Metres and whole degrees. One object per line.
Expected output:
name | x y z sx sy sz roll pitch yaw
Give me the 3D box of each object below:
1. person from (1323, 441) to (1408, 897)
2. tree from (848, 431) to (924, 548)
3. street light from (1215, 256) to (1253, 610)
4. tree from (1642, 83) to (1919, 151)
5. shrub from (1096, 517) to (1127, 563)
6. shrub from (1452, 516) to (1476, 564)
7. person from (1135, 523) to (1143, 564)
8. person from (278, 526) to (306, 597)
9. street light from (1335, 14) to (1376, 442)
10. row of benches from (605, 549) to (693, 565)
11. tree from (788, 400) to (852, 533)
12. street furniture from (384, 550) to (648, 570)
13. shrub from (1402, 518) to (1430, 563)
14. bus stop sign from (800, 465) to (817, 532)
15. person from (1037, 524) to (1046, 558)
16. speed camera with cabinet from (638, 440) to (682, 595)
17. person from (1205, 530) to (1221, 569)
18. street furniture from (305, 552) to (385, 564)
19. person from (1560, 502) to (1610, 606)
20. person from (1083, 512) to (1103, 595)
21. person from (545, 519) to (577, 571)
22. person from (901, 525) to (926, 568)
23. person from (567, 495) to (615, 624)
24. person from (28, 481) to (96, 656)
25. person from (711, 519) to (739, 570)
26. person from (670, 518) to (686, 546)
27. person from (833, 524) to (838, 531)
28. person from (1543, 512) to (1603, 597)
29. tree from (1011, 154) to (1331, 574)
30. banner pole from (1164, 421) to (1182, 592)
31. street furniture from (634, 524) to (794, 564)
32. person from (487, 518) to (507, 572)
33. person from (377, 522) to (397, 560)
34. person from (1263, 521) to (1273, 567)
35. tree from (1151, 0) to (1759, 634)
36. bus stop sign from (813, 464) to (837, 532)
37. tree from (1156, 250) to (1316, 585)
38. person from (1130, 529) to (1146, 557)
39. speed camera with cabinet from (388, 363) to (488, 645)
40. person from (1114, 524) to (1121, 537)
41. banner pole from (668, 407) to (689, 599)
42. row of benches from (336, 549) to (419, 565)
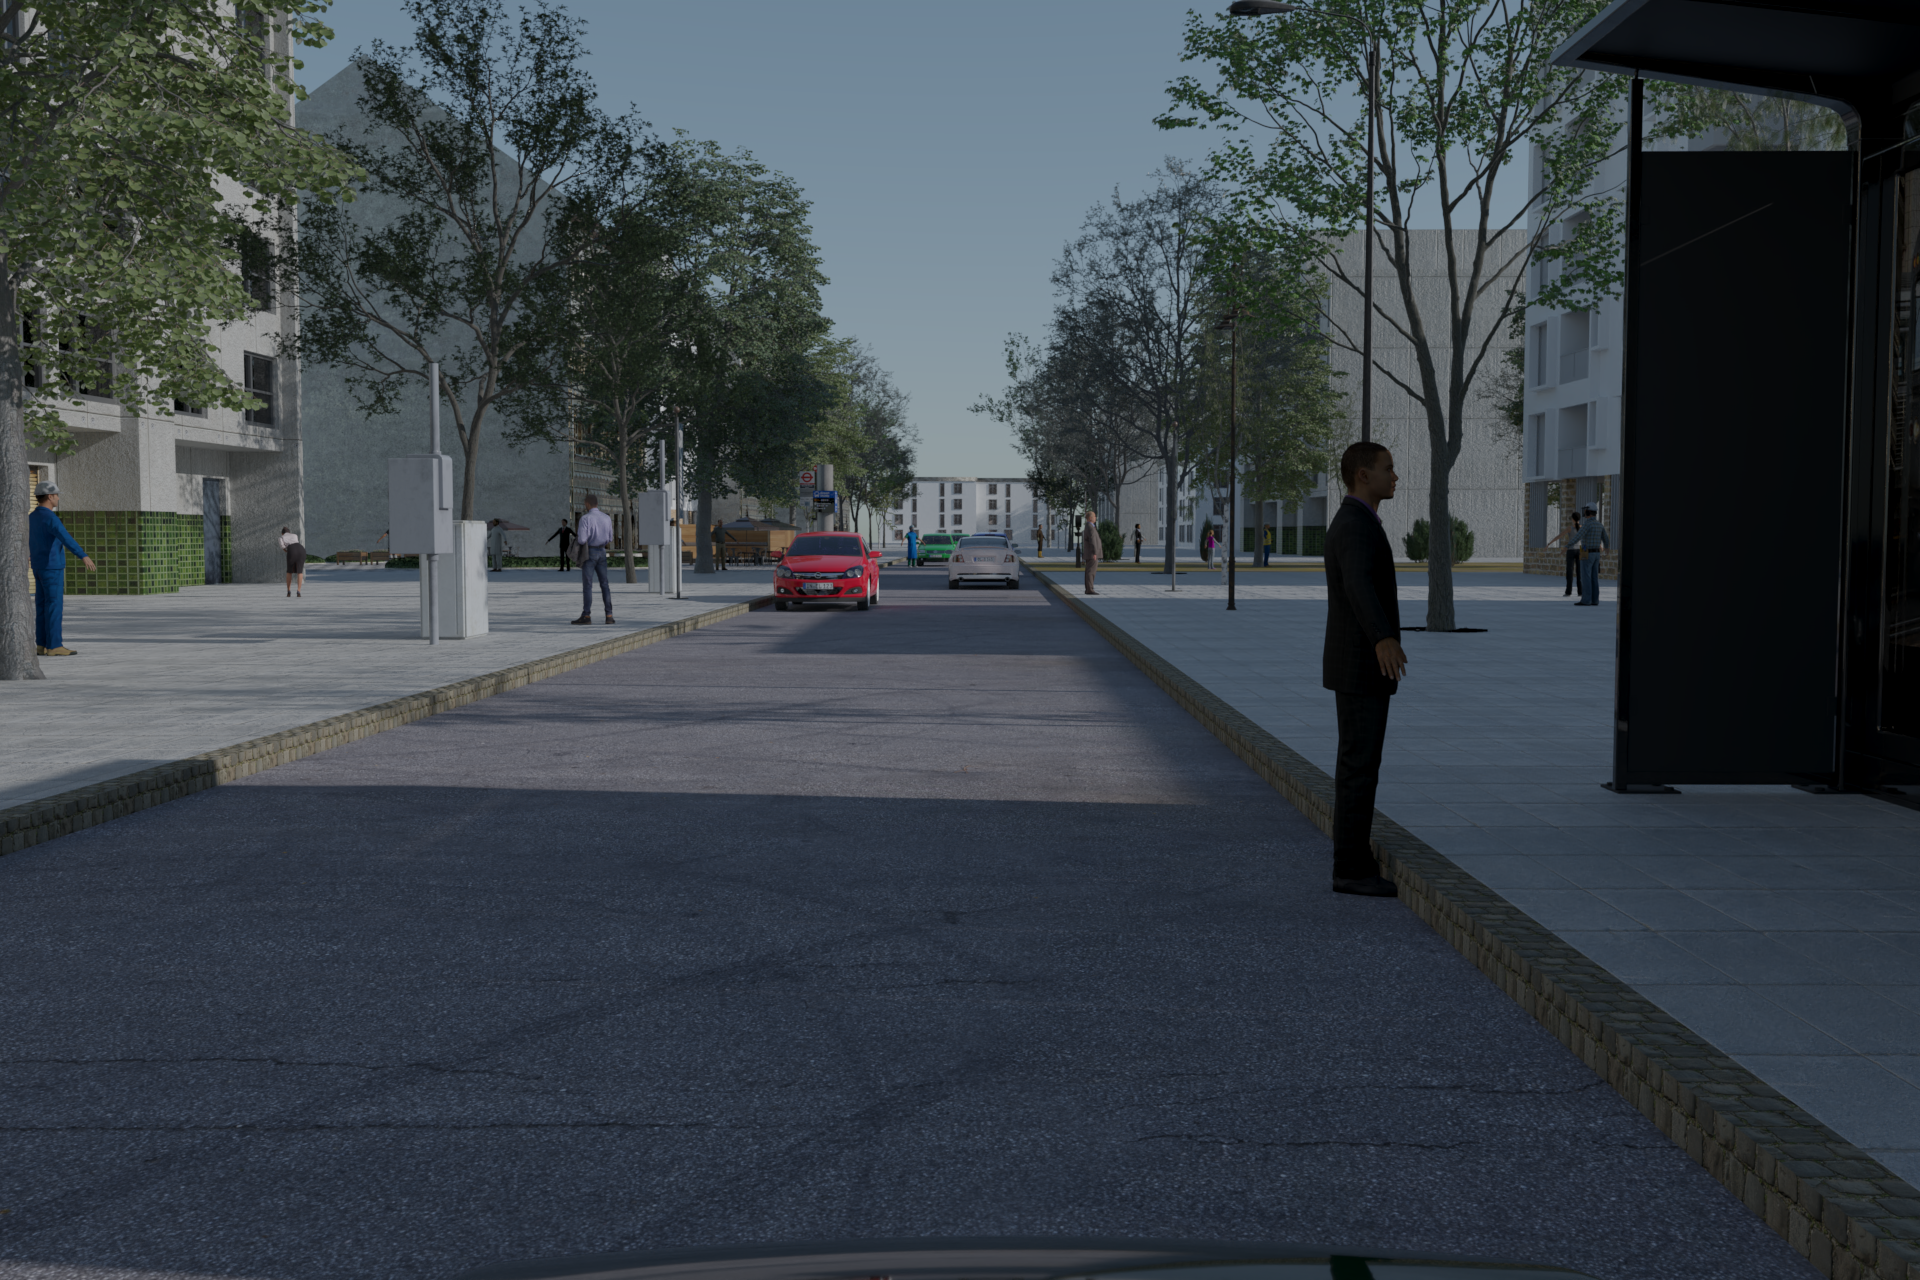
person | 1.652 0.104 6.989 0.704 1.802 1.346 1 4 12
tree | -7.124 -13.641 157.436 8.767 10.594 7.601 2 4 30
street light | 4.586 -3.443 29.088 0.468 5.910 1.993 0 4 1
tree | 6.330 -3.752 11.705 4.360 8.622 3.978 0 3 0
shrub | 6.626 -4.490 77.834 1.690 2.028 1.600 0 3 0
shrub | 21.133 -4.268 73.816 1.661 2.075 1.752 0 3 0
person | 7.805 -4.186 75.162 0.721 1.740 1.216 1 4 14
person | -13.620 -1.595 35.302 0.799 1.438 0.628 1 4 19
street light | 4.120 -2.608 15.175 1.470 5.913 1.316 0 4 1
row of benches | -13.112 -3.423 71.436 4.104 0.672 1.422 0 4 -2
tree | -7.680 -8.523 89.706 4.737 8.622 4.395 0 3 0
street furniture | -16.540 -3.083 66.041 10.072 0.657 5.734 -1 4 -11
shrub | 20.610 -4.486 77.396 1.661 2.075 1.752 0 3 0
bus stop sign | -5.785 -4.800 67.181 0.855 3.939 0.416 0 4 1
person | 4.351 -5.331 93.294 0.704 1.812 1.346 1 4 21
speed camera with cabinet | -6.445 -2.621 37.188 0.660 3.252 2.038 0 4 0
person | 9.228 -3.304 63.280 0.599 1.433 0.991 -2 4 -27
street furniture | -30.780 -3.694 76.022 10.072 0.657 5.734 0 4 0
person | 11.255 -1.540 31.016 1.345 1.849 0.704 -2 4 -35
person | 2.813 -1.839 36.667 0.434 1.755 0.990 0 4 0
person | -13.571 -3.254 59.388 1.347 1.806 0.705 1 4 15
person | -2.045 -4.013 74.198 1.347 1.817 0.704 -3 5 -40
person | -5.273 -1.147 24.659 0.599 1.838 0.709 3 5 44
person | -9.607 -0.760 18.311 1.347 1.842 0.705 2 4 34
person | -8.470 -3.366 61.311 1.348 1.796 0.705 -2 4 -32
person | -8.711 -2.827 52.677 0.721 1.778 1.216 -3 5 -43
person | -6.853 -5.502 95.740 0.705 1.856 1.354 0 4 0
person | 12.617 -1.761 35.608 1.217 1.737 0.721 0 4 1
tree | 6.833 -8.867 55.349 12.009 13.543 11.850 0 3 0
banner pole | 4.761 -2.954 38.314 0.401 3.779 0.863 0 4 1
street furniture | -11.046 -4.488 80.233 11.010 1.723 9.812 2 4 31
person | -15.742 -3.220 58.736 1.344 1.819 0.704 3 4 38
person | -22.963 -3.906 70.004 0.704 1.843 1.345 2 4 33
person | 11.952 -3.701 66.978 0.721 1.772 1.216 1 4 20
tree | 6.366 -5.926 22.639 9.928 11.665 9.643 0 3 0
bus stop sign | -5.121 -4.695 65.777 0.837 3.901 0.837 0 4 2
tree | 6.512 -5.668 43.039 4.360 8.622 3.978 0 3 0
person | 9.765 -5.457 95.409 0.705 1.806 1.347 -2 4 -32
speed camera with cabinet | -6.275 -1.622 20.858 0.660 3.252 2.038 0 4 1
person | 8.004 -5.097 89.198 0.705 1.847 1.347 -2 4 -27
banner pole | -5.560 -2.712 34.365 0.401 3.779 0.863 0 4 2
row of benches | -23.701 -3.442 71.731 4.104 0.672 1.422 0 4 5
